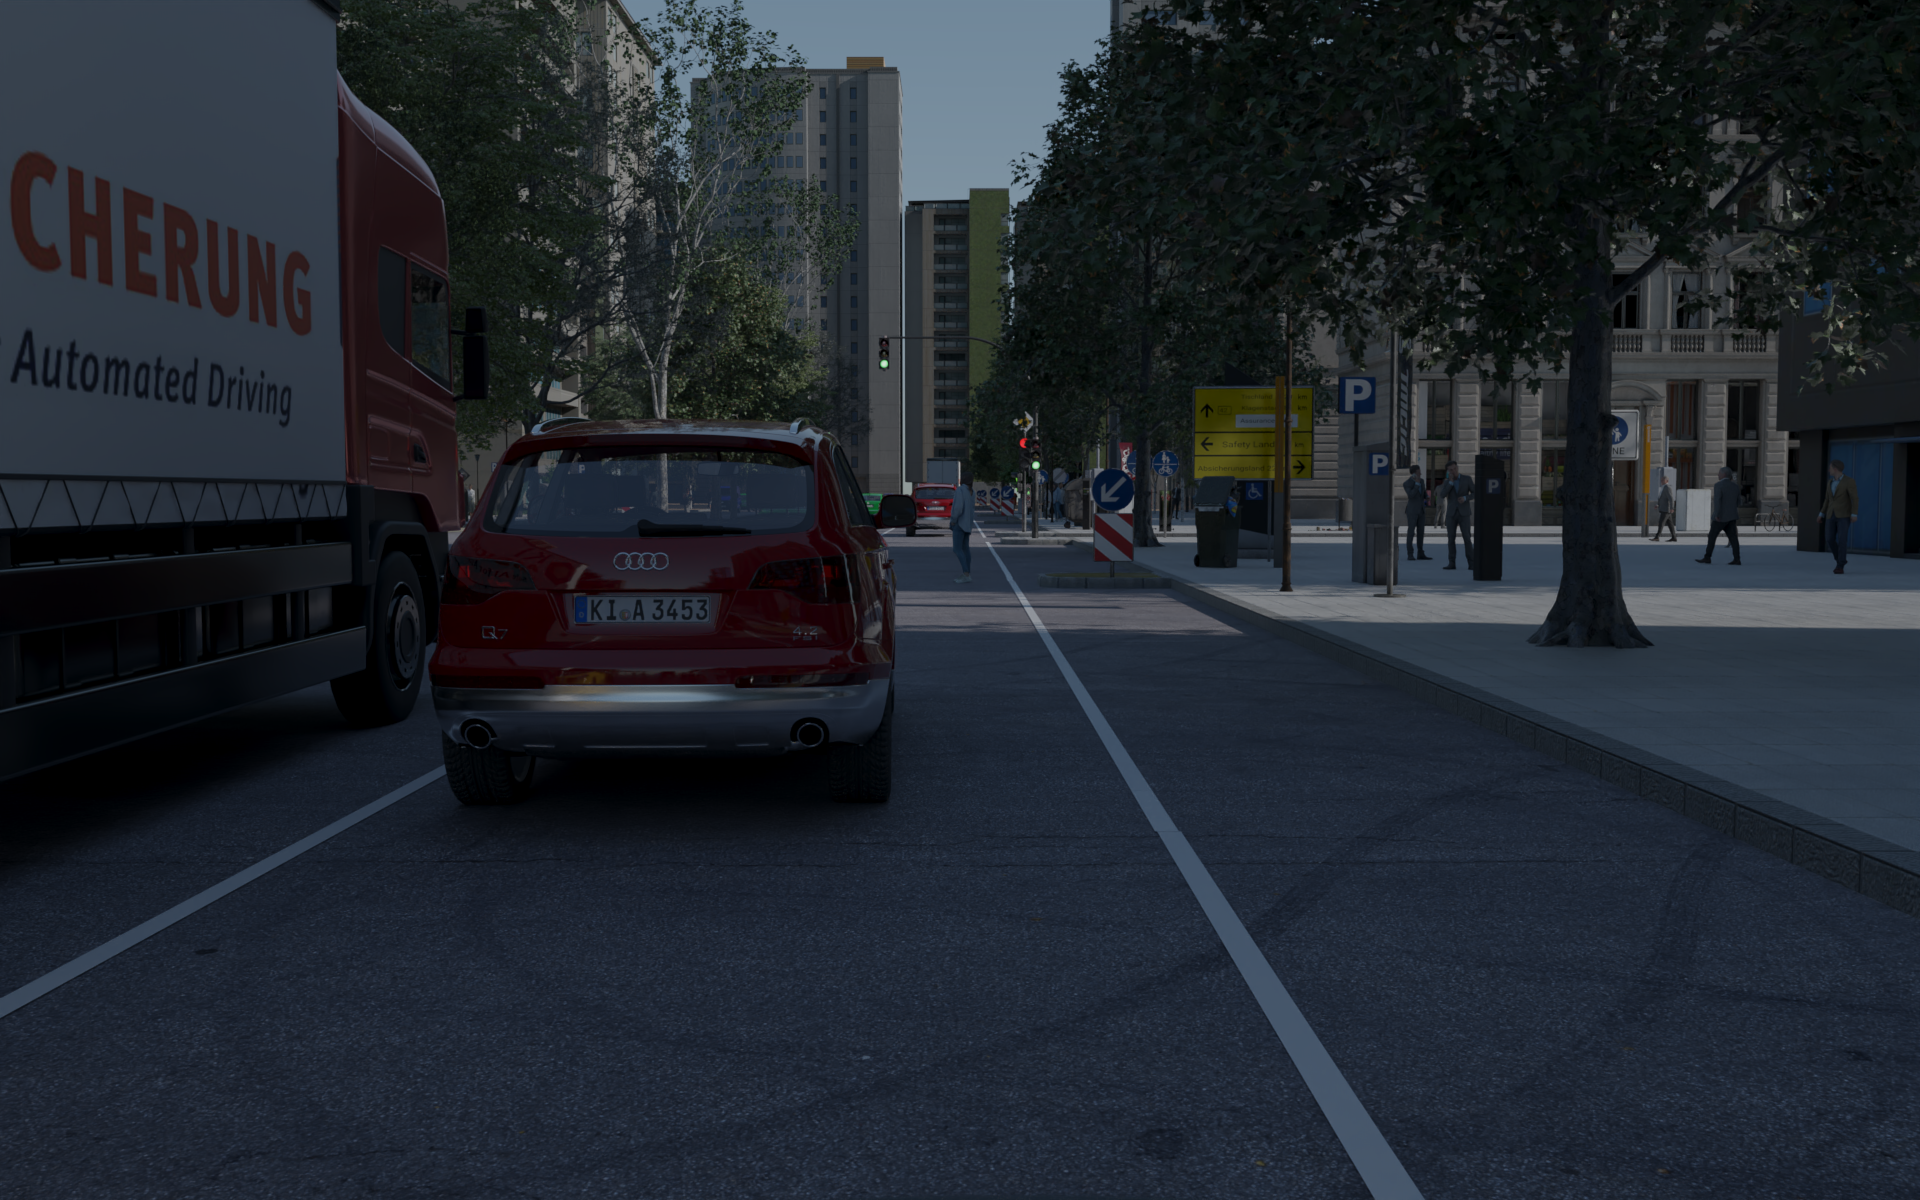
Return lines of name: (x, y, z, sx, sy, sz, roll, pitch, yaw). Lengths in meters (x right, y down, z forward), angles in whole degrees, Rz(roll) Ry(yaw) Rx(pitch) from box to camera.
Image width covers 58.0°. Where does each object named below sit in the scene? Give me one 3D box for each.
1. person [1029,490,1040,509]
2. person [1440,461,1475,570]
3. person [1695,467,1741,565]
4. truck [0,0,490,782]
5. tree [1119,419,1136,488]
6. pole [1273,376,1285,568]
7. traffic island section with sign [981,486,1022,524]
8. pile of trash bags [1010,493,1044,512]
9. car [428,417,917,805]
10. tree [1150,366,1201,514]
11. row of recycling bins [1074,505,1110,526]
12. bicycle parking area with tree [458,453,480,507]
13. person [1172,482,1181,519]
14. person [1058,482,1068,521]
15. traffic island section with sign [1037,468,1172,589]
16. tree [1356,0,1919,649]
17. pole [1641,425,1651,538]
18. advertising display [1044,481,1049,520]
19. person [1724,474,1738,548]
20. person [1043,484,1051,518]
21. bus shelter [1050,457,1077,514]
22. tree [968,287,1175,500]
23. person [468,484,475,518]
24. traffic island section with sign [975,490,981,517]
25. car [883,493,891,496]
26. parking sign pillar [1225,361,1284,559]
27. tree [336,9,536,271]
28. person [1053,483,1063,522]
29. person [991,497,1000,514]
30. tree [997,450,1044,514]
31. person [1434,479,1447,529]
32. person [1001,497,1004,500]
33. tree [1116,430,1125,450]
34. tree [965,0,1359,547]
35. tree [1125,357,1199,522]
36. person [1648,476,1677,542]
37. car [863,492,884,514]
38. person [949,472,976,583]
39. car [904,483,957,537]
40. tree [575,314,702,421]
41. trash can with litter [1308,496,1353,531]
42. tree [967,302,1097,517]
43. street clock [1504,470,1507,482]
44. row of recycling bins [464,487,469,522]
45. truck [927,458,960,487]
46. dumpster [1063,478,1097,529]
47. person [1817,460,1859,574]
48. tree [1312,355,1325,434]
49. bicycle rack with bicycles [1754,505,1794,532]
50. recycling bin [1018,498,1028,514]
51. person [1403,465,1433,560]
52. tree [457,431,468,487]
person: (4.109, -5.389, 94.275, 0.709, 1.813, 0.853, -1, 4, -17)
person: (8.448, -1.434, 29.297, 0.655, 1.846, 0.447, 2, 4, 25)
person: (13.847, -1.534, 31.529, 0.661, 1.777, 0.834, -2, 4, -33)
truck: (-4.601, -1.129, 7.381, 2.839, 4.237, 11.283, 0, 4, -1)
tree: (12.469, -9.863, 111.630, 4.360, 8.622, 3.978, 0, 3, 0)
pole: (5.542, -2.216, 30.079, 0.158, 3.312, 0.155, 0, 3, 0)
traffic island section with sign: (2.152, -4.569, 83.338, 1.989, 1.847, 2.006, 0, 3, 0)
pile of trash bags: (5.095, -6.962, 123.578, 3.447, 1.369, 1.912, 2, 4, 25)
car: (-1.370, -0.053, 9.548, 2.281, 1.827, 5.304, 0, 4, -2)
tree: (12.820, -8.879, 95.541, 4.360, 8.622, 3.978, 0, 3, 0)
row of recycling bins: (5.385, -3.737, 68.218, 1.069, 1.692, 3.534, -1, 4, -17)
bicycle parking area with tree: (-34.547, -8.290, 122.549, 9.016, 4.147, 8.231, 1, 4, 10)
person: (10.996, -5.056, 88.066, 0.648, 1.900, 0.474, 0, 4, -2)
person: (4.815, -4.643, 81.801, 0.661, 1.843, 0.795, 1, 4, 19)
traffic island section with sign: (2.230, -1.137, 27.211, 1.989, 1.847, 2.006, 0, 3, 0)
tree: (5.269, -5.961, 14.474, 9.611, 12.733, 9.660, 0, 3, 0)
pole: (20.199, -3.494, 50.978, 0.158, 3.312, 0.155, 0, 3, 0)
advertising display: (4.356, -5.042, 87.655, 0.123, 1.923, 0.974, 0, 4, -4)
person: (18.437, -2.146, 41.468, 0.599, 1.781, 0.374, -1, 4, -18)
person: (4.662, -5.331, 93.079, 0.818, 1.842, 0.514, -3, 5, -42)
bus shelter: (6.275, -7.130, 107.861, 1.731, 3.624, 6.357, 0, 4, 0)
tree: (5.142, -8.395, 71.675, 8.767, 10.594, 7.601, -1, 4, -21)
person: (-25.398, -5.111, 89.841, 0.478, 1.798, 0.641, 0, 4, -2)
traffic island section with sign: (2.100, -6.231, 110.508, 1.989, 1.847, 2.006, 0, 3, 0)
car: (-7.686, -10.891, 187.662, 1.945, 1.707, 3.694, 0, 4, -2)
parking sign pillar: (5.944, -2.834, 34.803, 1.447, 3.967, 1.447, 1, 4, 17)
tree: (-10.413, -5.461, 26.153, 8.767, 10.594, 7.601, 0, 3, 0)
person: (4.501, -4.507, 79.998, 0.793, 1.790, 0.793, 2, 4, 29)
person: (2.548, -7.016, 123.468, 0.793, 1.790, 0.793, 0, 4, -6)
tree: (4.224, -7.980, 114.179, 4.285, 4.588, 4.351, 0, 3, 0)
person: (17.905, -3.576, 64.323, 0.447, 1.846, 0.655, -3, 5, -39)
person: (4.124, -9.022, 156.748, 0.799, 1.438, 0.628, -2, 4, -32)
tree: (12.694, -10.246, 117.892, 4.737, 8.622, 4.395, 0, 3, 0)
tree: (4.555, -7.638, 41.889, 9.611, 12.733, 9.660, 0, 3, 0)
tree: (10.432, -7.875, 79.121, 4.737, 8.622, 4.395, 0, 3, 0)
person: (18.852, -2.448, 46.464, 0.834, 1.777, 0.661, 0, 4, -1)
car: (-4.718, -5.090, 92.019, 1.959, 1.807, 4.718, 0, 4, 1)
person: (0.066, -1.181, 28.081, 0.793, 1.790, 0.793, 0, 4, -6)
car: (-0.840, -3.126, 59.784, 2.281, 1.827, 5.304, 0, 4, -1)
tree: (-22.599, -13.216, 122.734, 9.857, 13.997, 8.962, 0, 3, 0)
trash can with litter: (13.080, -3.026, 60.538, 2.233, 1.210, 1.678, -1, 4, -16)
tree: (4.715, -10.973, 97.542, 7.486, 12.596, 7.792, 0, 3, 0)
street clock: (14.963, -2.667, 48.183, 0.471, 2.002, 0.358, 1, 4, 21)
row of recycling bins: (-24.059, -4.408, 79.189, 1.069, 1.692, 3.534, 3, 5, 40)
truck: (-1.263, -9.244, 140.046, 2.839, 4.237, 11.283, 0, 4, 1)
dumpster: (4.528, -3.614, 64.854, 1.264, 1.857, 1.865, 0, 3, 0)
person: (14.236, -1.354, 28.092, 0.656, 1.842, 0.836, 3, 4, 38)
tree: (13.177, -7.505, 73.069, 4.737, 8.622, 4.395, 0, 3, 0)
bicycle rack with bicycles: (28.561, -2.784, 58.905, 2.925, 0.926, 2.852, -3, 4, -38)
recycling bin: (4.066, -5.997, 110.609, 0.722, 1.027, 0.722, 0, 4, 5)
person: (8.909, -1.696, 33.575, 0.655, 1.846, 0.447, -2, 4, -34)
tree: (-31.892, -9.551, 106.523, 4.360, 8.622, 3.978, 0, 3, 0)
